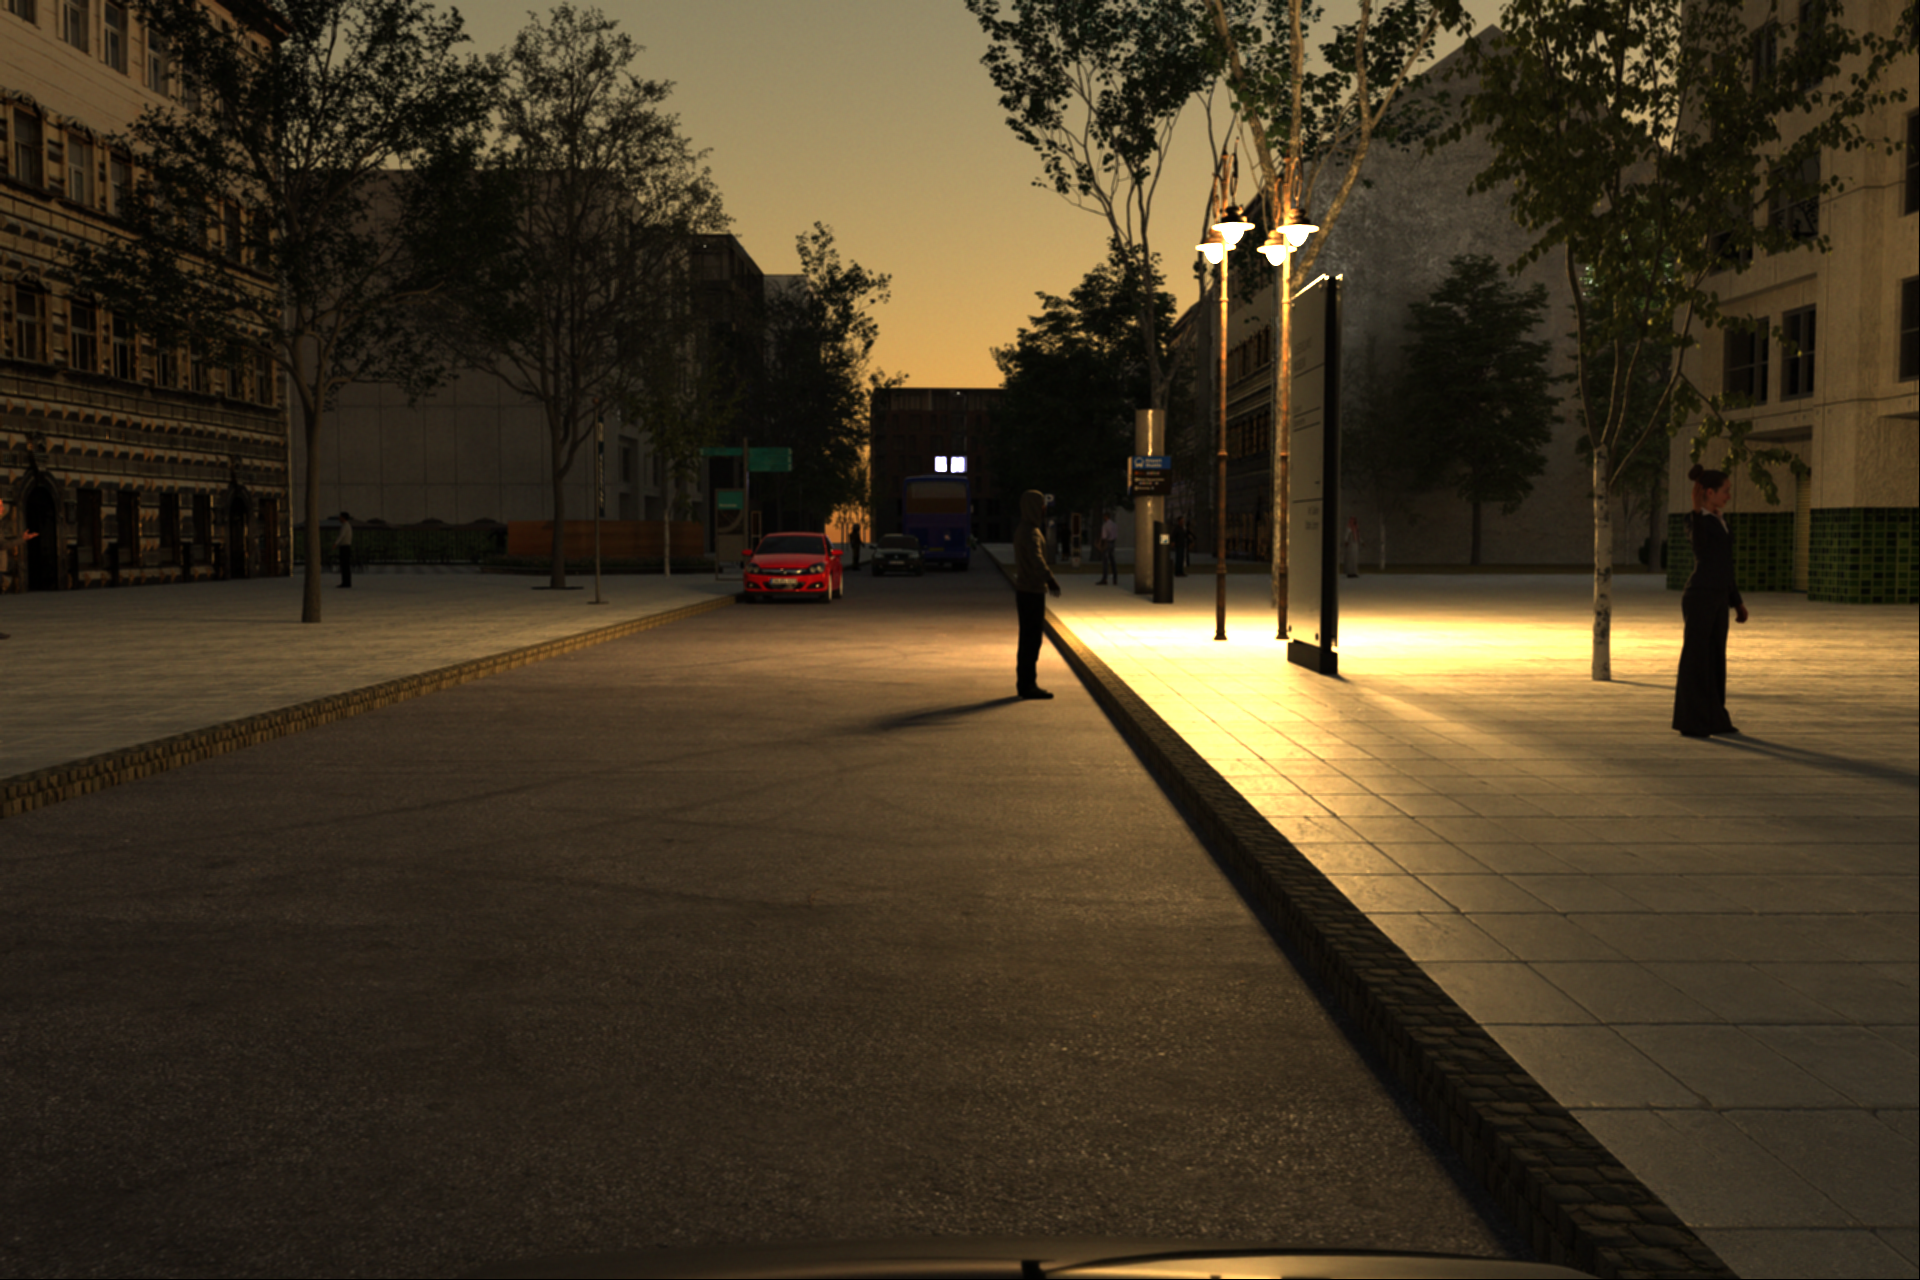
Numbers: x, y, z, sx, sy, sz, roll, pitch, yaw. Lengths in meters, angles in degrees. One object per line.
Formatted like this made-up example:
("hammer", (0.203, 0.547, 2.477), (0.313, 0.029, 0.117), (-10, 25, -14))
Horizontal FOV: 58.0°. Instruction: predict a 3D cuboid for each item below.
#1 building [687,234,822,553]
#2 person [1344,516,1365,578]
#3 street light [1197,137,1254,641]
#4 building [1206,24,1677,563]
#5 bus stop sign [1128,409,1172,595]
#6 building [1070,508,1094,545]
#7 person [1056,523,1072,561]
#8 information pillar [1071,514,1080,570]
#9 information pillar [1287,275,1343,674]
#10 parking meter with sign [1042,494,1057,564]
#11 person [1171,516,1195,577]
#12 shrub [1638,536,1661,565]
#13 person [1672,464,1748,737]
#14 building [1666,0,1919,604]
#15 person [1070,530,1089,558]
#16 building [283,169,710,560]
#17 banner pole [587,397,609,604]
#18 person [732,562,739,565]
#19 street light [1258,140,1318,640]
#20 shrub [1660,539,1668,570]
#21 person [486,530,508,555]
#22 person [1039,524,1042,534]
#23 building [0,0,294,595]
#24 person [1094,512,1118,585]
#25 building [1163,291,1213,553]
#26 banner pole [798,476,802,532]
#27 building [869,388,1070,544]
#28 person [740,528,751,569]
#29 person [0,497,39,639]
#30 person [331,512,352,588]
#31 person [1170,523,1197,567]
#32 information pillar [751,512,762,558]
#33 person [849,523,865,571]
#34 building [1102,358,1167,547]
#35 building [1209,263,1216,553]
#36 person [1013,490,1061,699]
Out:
("building", (-25.942, -17.772, 134.545), (27.936, 21.610, 32.646), (0, 4, 0))
("person", (11.612, -2.754, 51.173), (0.704, 1.811, 1.347), (2, 4, 35))
("street light", (3.146, -2.932, 20.733), (0.468, 5.910, 1.993), (0, 4, 0))
("building", (22.943, -15.495, 84.278), (19.493, 23.208, 18.063), (0, 3, 0))
("bus stop sign", (4.034, -2.929, 36.907), (0.837, 3.901, 0.837), (0, 3, 0))
("building", (23.074, -21.293, 214.589), (16.747, 18.905, 31.486), (0, 3, 0))
("person", (5.017, -4.695, 82.898), (1.346, 1.812, 0.704), (-2, 4, -35))
("information pillar", (4.173, -3.538, 62.341), (0.304, 2.012, 0.304), (0, 4, 0))
("information pillar", (3.385, -1.545, 16.584), (0.184, 3.620, 1.656), (0, 4, 0))
("parking meter with sign", (3.844, -4.742, 73.792), (0.543, 3.016, 1.738), (0, 4, -1))
("person", (6.644, -2.813, 52.058), (0.705, 1.821, 1.348), (2, 4, 35))
("shrub", (28.211, -3.655, 70.868), (1.383, 1.207, 1.383), (0, 3, 0))
("person", (4.743, -0.247, 10.885), (0.445, 1.727, 0.742), (1, 4, 18))
("building", (24.543, -9.612, 23.621), (16.747, 18.905, 31.486), (0, 4, 0))
("person", (6.296, -5.258, 91.940), (1.349, 1.833, 0.705), (-3, 5, -40))
("building", (-25.281, -14.287, 100.049), (16.747, 18.905, 31.486), (0, 4, 0))
("banner pole", (-6.665, -2.570, 32.040), (0.401, 3.779, 0.863), (0, 4, 1))
("person", (-9.319, -3.824, 71.797), (0.991, 1.433, 0.599), (-1, 4, -20))
("street light", (3.922, -2.942, 20.885), (0.468, 5.910, 1.993), (0, 4, 1))
("shrub", (25.424, -3.112, 61.999), (1.383, 1.207, 1.383), (0, 3, 0))
("person", (-21.722, -4.629, 81.911), (1.346, 1.802, 0.704), (-2, 4, -24))
("person", (3.794, -4.771, 84.131), (0.704, 1.817, 1.347), (-1, 4, -9))
("building", (-29.425, -12.951, 42.685), (19.493, 23.208, 18.063), (0, 4, 0))
("person", (3.649, -2.310, 43.681), (0.709, 1.838, 0.599), (-3, 5, -44))
("building", (25.126, -17.968, 124.711), (19.493, 23.208, 18.063), (0, 4, 0))
("banner pole", (-6.878, -5.183, 74.752), (0.401, 3.779, 0.863), (0, 3, 0))
("building", (3.594, -24.776, 251.517), (32.646, 21.610, 27.936), (0, 4, -5))
("person", (-7.982, -3.575, 64.387), (1.347, 1.837, 0.705), (-3, 4, -39))
("person", (-11.691, -0.899, 21.268), (0.750, 1.759, 0.617), (-1, 4, -21))
("person", (-14.797, -2.167, 41.586), (0.704, 1.810, 1.344), (0, 4, -5))
("person", (8.754, -3.734, 67.766), (1.216, 1.740, 0.721), (-1, 4, -20))
("information pillar", (-6.639, -3.181, 56.502), (0.304, 2.012, 0.304), (0, 4, 1))
("person", (-4.051, -3.649, 67.887), (0.705, 1.858, 1.354), (1, 4, 15))
("building", (23.578, -19.345, 182.741), (16.747, 18.905, 31.486), (0, 4, 1))
("building", (21.587, -15.673, 112.667), (16.016, 20.090, 11.380), (0, 4, 1))
("person", (0.653, -0.404, 15.196), (0.705, 1.813, 1.348), (0, 4, -7))
